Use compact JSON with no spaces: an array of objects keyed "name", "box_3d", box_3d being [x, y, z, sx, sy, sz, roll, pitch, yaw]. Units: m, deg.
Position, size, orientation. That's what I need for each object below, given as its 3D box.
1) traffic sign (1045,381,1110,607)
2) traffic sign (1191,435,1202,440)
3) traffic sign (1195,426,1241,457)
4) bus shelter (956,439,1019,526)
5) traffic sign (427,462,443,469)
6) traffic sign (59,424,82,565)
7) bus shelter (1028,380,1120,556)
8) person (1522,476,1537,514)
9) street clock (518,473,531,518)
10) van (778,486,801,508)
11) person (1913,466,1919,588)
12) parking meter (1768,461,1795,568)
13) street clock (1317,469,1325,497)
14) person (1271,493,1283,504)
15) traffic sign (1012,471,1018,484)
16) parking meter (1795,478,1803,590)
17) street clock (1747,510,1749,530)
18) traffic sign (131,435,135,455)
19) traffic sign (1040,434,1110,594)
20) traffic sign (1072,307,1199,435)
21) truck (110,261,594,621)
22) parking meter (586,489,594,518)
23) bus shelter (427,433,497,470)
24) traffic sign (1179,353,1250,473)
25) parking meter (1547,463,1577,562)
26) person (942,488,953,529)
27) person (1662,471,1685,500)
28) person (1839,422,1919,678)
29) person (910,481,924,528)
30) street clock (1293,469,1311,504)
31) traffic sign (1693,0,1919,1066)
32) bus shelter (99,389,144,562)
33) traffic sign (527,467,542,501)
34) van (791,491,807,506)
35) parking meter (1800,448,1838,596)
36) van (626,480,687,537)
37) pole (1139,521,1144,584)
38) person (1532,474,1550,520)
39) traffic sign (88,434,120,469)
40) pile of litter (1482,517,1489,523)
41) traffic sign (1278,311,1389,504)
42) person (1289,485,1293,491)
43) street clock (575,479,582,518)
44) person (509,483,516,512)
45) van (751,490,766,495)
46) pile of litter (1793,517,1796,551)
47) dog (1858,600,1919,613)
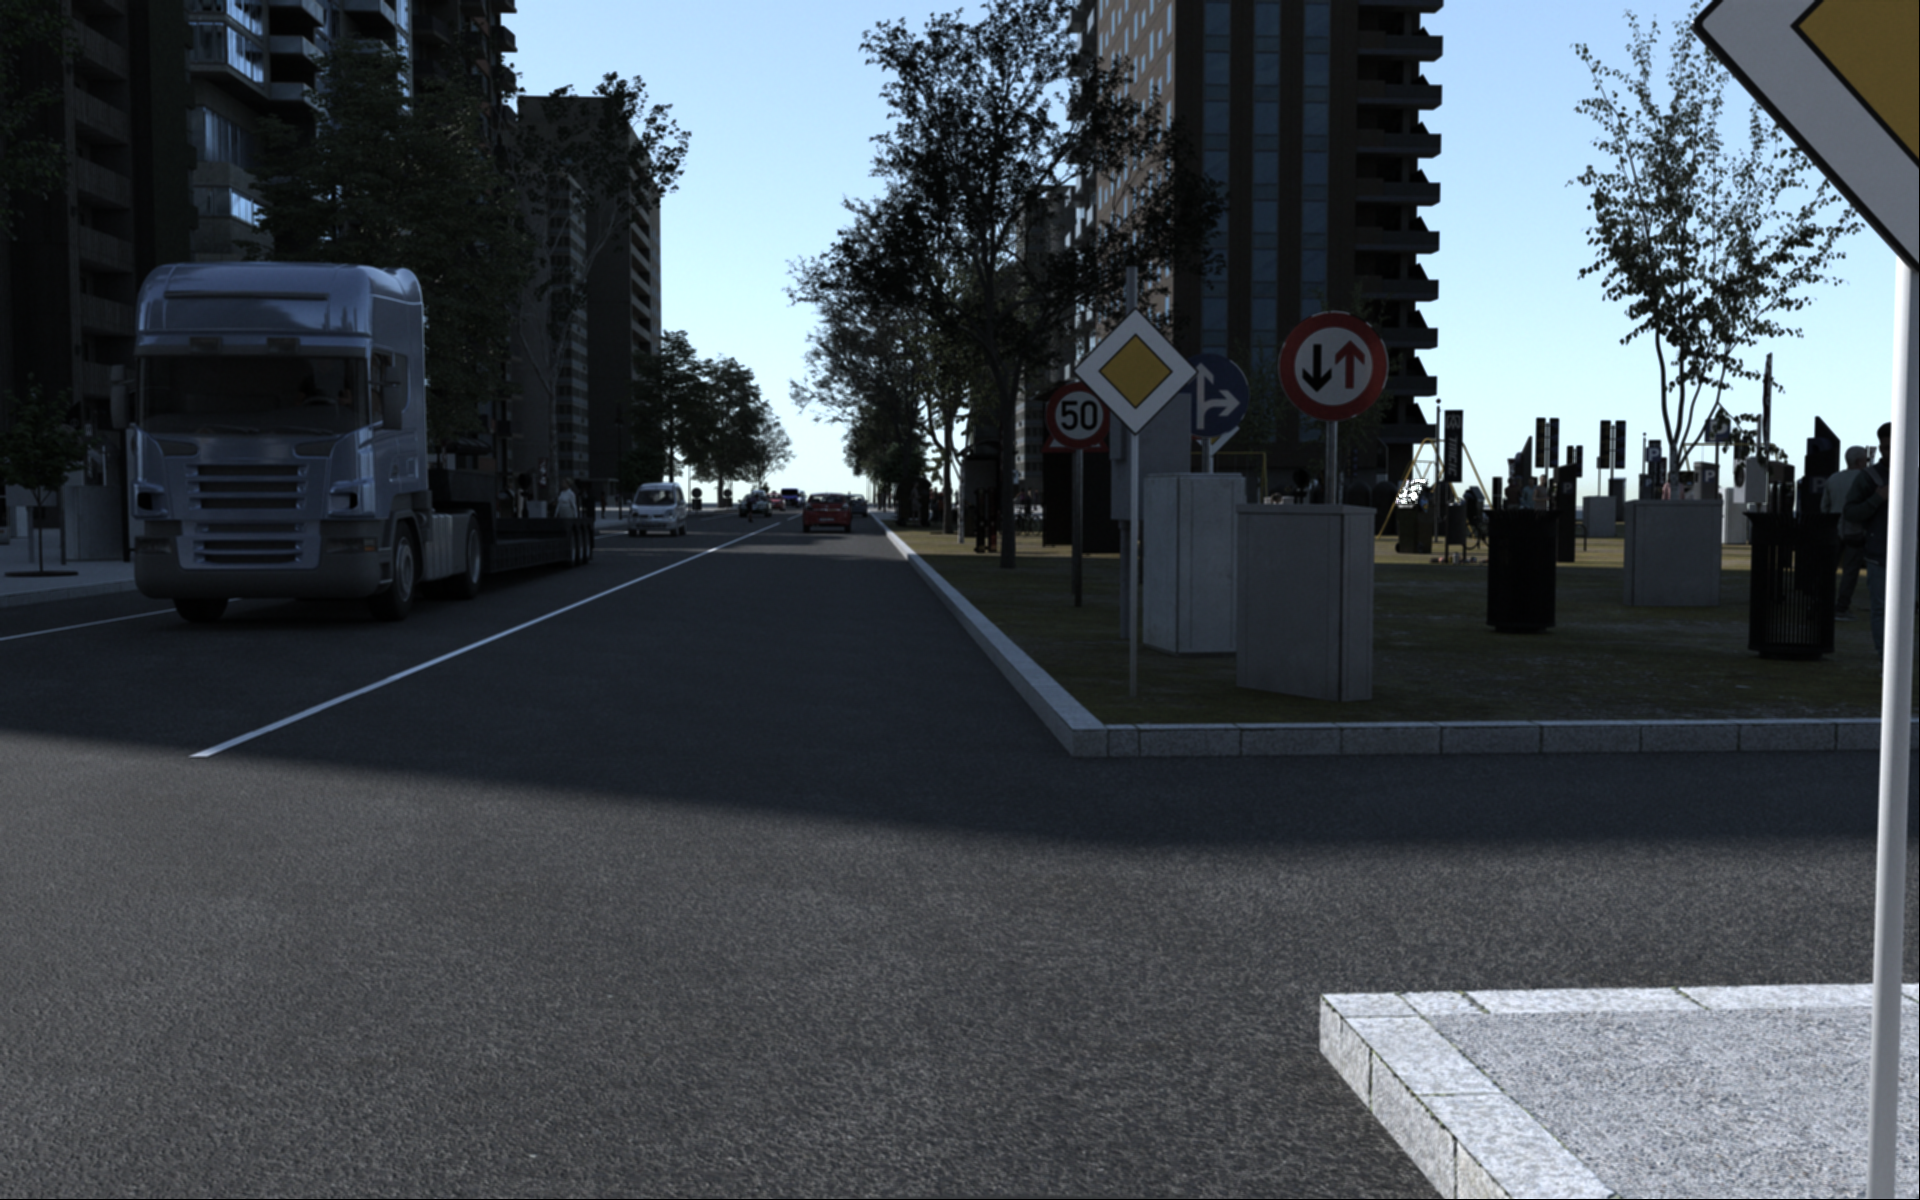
[{"name":"traffic sign","box_3d":[1.350,-1.196,19.659,0.768,2.556,0.104,0,4,6]},{"name":"traffic sign","box_3d":[1.938,-1.044,17.066,0.884,2.594,0.081,0,4,-2]},{"name":"traffic sign","box_3d":[3.537,-1.498,24.223,0.795,2.593,0.064,0,4,3]},{"name":"bus shelter","box_3d":[0.994,-4.435,66.435,2.014,3.302,5.546,0,4,-4]},{"name":"traffic sign","box_3d":[-16.788,-3.263,55.475,0.606,2.300,0.079,0,4,-3]},{"name":"traffic sign","box_3d":[-16.238,-1.908,31.297,0.768,2.556,0.104,0,4,-1]},{"name":"bus shelter","box_3d":[2.697,-2.916,38.960,1.731,3.624,6.357,0,4,-4]},{"name":"person","box_3d":[17.435,-2.849,52.647,0.660,1.820,0.620,1,4,21]},{"name":"street clock","box_3d":[-15.242,-3.431,60.671,0.471,2.002,0.358,3,5,42]},{"name":"van","box_3d":[-17.545,-10.684,179.059,2.240,2.365,5.245,0,4,-2]},{"name":"person","box_3d":[13.420,-1.052,23.597,0.624,1.780,0.694,3,5,40]},{"name":"parking meter","box_3d":[14.291,-1.496,30.167,0.255,1.863,0.399,-2,4,-23]},{"name":"street clock","box_3d":[10.374,-2.726,49.144,0.471,2.002,0.358,0,4,-2]},{"name":"person","box_3d":[7.000,-1.701,38.138,0.394,1.301,0.425,-1,4,-15]},{"name":"traffic sign","box_3d":[2.197,-4.380,73.740,0.606,2.300,0.079,0,4,0]},{"name":"parking meter","box_3d":[11.394,-0.905,23.200,0.372,1.533,0.369,0,3,0]},{"name":"street clock","box_3d":[27.935,-3.486,61.568,0.471,2.002,0.358,2,4,35]},{"name":"traffic sign","box_3d":[-14.824,-1.938,31.795,0.768,2.556,0.104,0,4,-1]},{"name":"traffic sign","box_3d":[1.471,-1.359,22.224,0.884,2.594,0.081,0,4,0]},{"name":"traffic sign","box_3d":[1.117,-0.532,10.883,0.795,2.593,0.064,0,4,-4]},{"name":"truck","box_3d":[-8.040,-2.243,26.428,2.967,4.110,18.799,0,4,-5]},{"name":"parking meter","box_3d":[-16.986,-4.349,79.524,0.372,1.533,0.369,0,3,0]},{"name":"bus shelter","box_3d":[-17.533,-4.026,59.742,2.014,3.302,5.546,0,4,-3]},{"name":"traffic sign","box_3d":[2.239,-0.958,15.777,0.768,2.556,0.104,0,4,-2]},{"name":"parking meter","box_3d":[11.357,-1.644,32.593,0.399,1.863,0.255,0,4,-5]},{"name":"person","box_3d":[-0.537,-3.567,64.643,0.573,1.790,0.520,-2,4,-32]},{"name":"person","box_3d":[15.129,-1.877,36.739,0.555,1.821,0.388,-1,4,-14]},{"name":"person","box_3d":[6.488,-0.346,12.051,0.623,1.781,0.721,-1,4,-12]},{"name":"person","box_3d":[-1.645,-3.659,66.200,0.374,1.781,0.599,-2,4,-26]},{"name":"street clock","box_3d":[9.768,-2.750,49.528,0.471,2.002,0.358,2,4,34]},{"name":"traffic sign","box_3d":[1.616,-0.044,2.913,0.795,2.593,0.064,0,4,-4]},{"name":"bus shelter","box_3d":[-15.183,-2.518,35.098,2.014,3.302,5.546,0,4,-4]},{"name":"traffic sign","box_3d":[-20.272,-5.037,82.463,0.768,2.556,0.104,0,4,-2]},{"name":"van","box_3d":[-18.823,-11.945,202.307,2.013,2.044,4.112,0,4,-3]},{"name":"parking meter","box_3d":[10.852,-0.991,21.914,0.399,1.863,0.255,2,4,30]},{"name":"van","box_3d":[-10.390,-3.214,59.552,2.013,2.044,4.112,0,4,-3]},{"name":"pole","box_3d":[2.669,-1.891,24.759,0.158,3.312,0.155,0,3,0]},{"name":"person","box_3d":[14.891,-2.323,44.361,0.599,1.781,0.374,-2,4,-35]},{"name":"traffic sign","box_3d":[-18.629,-2.325,37.741,0.795,2.593,0.064,0,4,3]},{"name":"pile of litter","box_3d":[23.385,-3.923,78.106,1.176,0.858,1.719,2,4,27]},{"name":"traffic sign","box_3d":[2.599,-0.737,12.157,0.768,2.556,0.104,0,4,1]},{"name":"person","box_3d":[16.669,-4.919,87.305,0.563,1.720,0.643,2,4,34]},{"name":"street clock","box_3d":[-17.959,-4.699,81.393,0.358,2.002,0.471,-1,4,-17]},{"name":"person","box_3d":[-20.408,-4.412,78.538,0.624,1.780,0.694,-2,4,-26]},{"name":"van","box_3d":[-20.562,-10.344,176.129,2.013,2.044,4.112,0,4,-3]},{"name":"pile of litter","box_3d":[19.066,-1.556,39.405,1.176,0.858,1.719,0,4,8]},{"name":"dog","box_3d":[10.099,-0.063,18.767,0.550,0.427,0.748,1,4,17]}]
